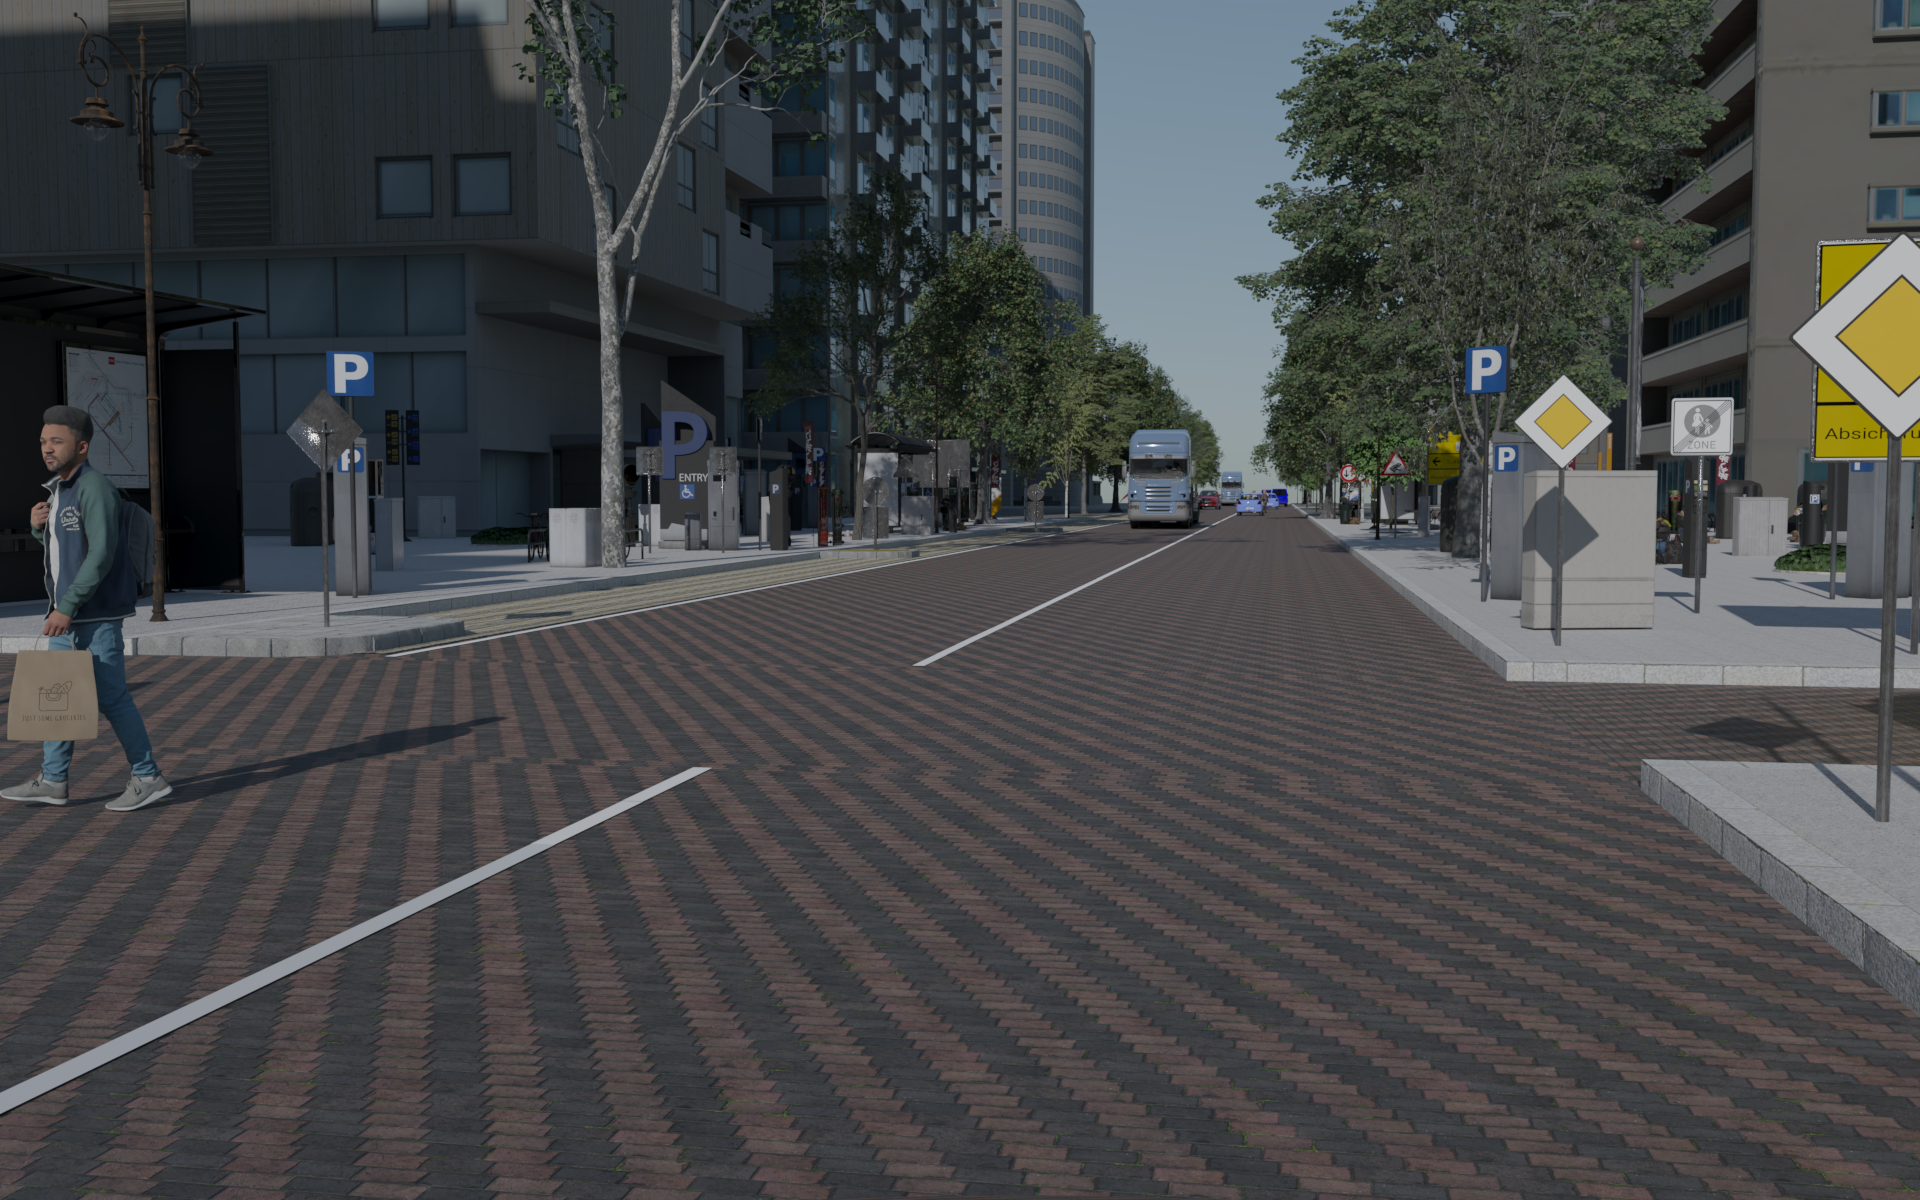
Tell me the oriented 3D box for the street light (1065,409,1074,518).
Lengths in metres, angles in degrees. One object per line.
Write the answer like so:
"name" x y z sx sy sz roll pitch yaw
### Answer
"street light" 5.808 -7.322 92.510 0.468 5.910 1.993 1 4 10

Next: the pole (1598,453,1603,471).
"pole" 31.430 -5.579 85.062 0.158 3.312 0.155 0 3 0

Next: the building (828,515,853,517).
"building" -14.292 -29.949 109.267 23.786 49.044 30.456 1 4 10

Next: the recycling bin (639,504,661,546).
"recycling bin" -7.450 -1.851 42.817 0.722 1.027 0.722 2 4 26

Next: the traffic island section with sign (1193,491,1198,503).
"traffic island section with sign" 26.592 -11.404 195.082 1.989 1.847 2.006 1 4 10

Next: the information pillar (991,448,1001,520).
"information pillar" 1.806 -5.831 86.688 0.504 3.616 0.183 -1 4 -12

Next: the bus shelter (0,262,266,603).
"bus shelter" -10.278 -1.720 19.405 1.731 3.624 6.357 1 4 11

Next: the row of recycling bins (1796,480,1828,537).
"row of recycling bins" 26.347 -2.825 53.302 1.069 1.692 3.534 1 4 20

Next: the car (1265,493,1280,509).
"car" 29.028 -9.346 162.403 1.945 1.707 3.694 1 4 10

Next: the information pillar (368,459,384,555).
"information pillar" -12.412 -1.969 36.690 0.304 2.012 0.304 0 4 8

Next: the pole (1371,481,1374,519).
"pole" 21.004 -5.765 88.101 0.158 3.312 0.155 0 3 0

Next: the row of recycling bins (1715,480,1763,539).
"row of recycling bins" 22.752 -2.662 50.643 1.069 1.692 3.534 2 4 32

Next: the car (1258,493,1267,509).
"car" 29.925 -10.015 173.342 1.945 1.707 3.694 1 4 10

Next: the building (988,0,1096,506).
"building" 3.588 -40.293 200.789 21.231 58.520 28.212 1 4 10

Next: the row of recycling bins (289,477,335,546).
"row of recycling bins" -16.423 -2.260 44.062 1.069 1.692 3.534 -1 4 -16

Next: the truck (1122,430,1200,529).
"truck" 9.380 -5.411 78.233 2.967 4.110 18.799 1 4 9

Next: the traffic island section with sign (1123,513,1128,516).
"traffic island section with sign" 11.851 -6.485 114.652 1.989 1.847 2.006 1 4 10

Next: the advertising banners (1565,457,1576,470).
"advertising banners" 18.759 -3.599 55.027 0.090 3.025 2.074 -2 4 -30

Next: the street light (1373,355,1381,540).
"street light" 11.718 -4.626 48.429 0.468 5.910 1.993 1 4 10

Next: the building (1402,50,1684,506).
"building" 66.436 -37.500 202.365 28.713 52.752 27.495 1 4 10

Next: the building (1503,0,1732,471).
"building" 42.003 -26.170 111.476 14.154 41.232 14.086 1 4 10

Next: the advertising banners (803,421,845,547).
"advertising banners" -3.339 -2.822 42.321 0.090 3.025 2.074 2 4 24

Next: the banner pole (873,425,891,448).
"banner pole" -2.862 -4.433 62.493 0.863 3.779 0.401 -1 4 -19

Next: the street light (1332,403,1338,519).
"street light" 19.069 -7.045 87.979 0.468 5.910 1.993 1 4 10

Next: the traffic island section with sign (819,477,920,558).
"traffic island section with sign" -1.980 -1.872 39.235 1.989 1.847 2.006 1 4 10

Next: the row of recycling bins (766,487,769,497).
"row of recycling bins" -11.164 -5.221 92.483 1.069 1.692 3.534 1 4 20

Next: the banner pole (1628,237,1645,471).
"banner pole" 6.709 -1.662 17.192 0.401 3.779 0.863 2 4 28

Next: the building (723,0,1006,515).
"building" -9.299 -31.791 139.390 23.786 49.044 30.456 1 4 10

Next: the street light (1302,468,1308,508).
"street light" 32.613 -11.612 162.638 0.468 5.910 1.993 1 4 10

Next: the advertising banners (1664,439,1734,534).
"advertising banners" 23.543 -3.607 55.161 2.074 3.025 0.090 0 4 5

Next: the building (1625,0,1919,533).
"building" 38.288 -26.914 63.739 21.300 48.544 21.600 1 4 10

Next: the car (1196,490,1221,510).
"car" 23.129 -9.313 160.941 2.281 1.827 5.304 1 4 12

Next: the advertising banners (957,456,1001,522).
"advertising banners" 0.900 -5.085 79.323 2.074 3.025 0.090 0 4 -5

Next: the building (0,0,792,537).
"building" -23.006 -29.037 63.991 28.713 52.752 27.495 1 4 10

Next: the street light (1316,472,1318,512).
"street light" 25.357 -9.187 122.991 0.468 5.910 1.993 1 4 10

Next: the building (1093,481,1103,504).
"building" 2.152 -32.800 228.165 32.217 40.220 23.993 1 4 10

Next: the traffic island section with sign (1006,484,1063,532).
"traffic island section with sign" 2.872 -3.494 65.751 1.989 1.847 2.006 1 4 10

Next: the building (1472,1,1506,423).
"building" 51.440 -31.349 132.169 23.786 49.044 30.456 1 4 10

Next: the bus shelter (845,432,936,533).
"bus shelter" -2.259 -3.976 58.938 2.014 3.302 5.546 1 4 11

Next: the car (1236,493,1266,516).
"car" 19.298 -6.450 115.050 1.945 1.707 3.694 1 4 12

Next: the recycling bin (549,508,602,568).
"recycling bin" -6.748 -1.100 30.534 0.722 1.027 0.722 1 4 19

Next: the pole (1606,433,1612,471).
"pole" 21.711 -3.923 57.991 0.158 3.312 0.155 0 3 0

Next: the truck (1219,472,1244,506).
"truck" 33.690 -13.648 212.902 2.967 4.110 18.799 1 4 11

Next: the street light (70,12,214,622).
"street light" -8.076 -2.722 17.285 0.468 5.910 1.993 1 4 10

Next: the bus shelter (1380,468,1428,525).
"bus shelter" 17.692 -4.599 69.113 2.014 3.302 5.546 1 4 10

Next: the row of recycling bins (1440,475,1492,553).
"row of recycling bins" 11.961 -1.962 39.196 3.534 1.692 1.069 -3 5 -44
